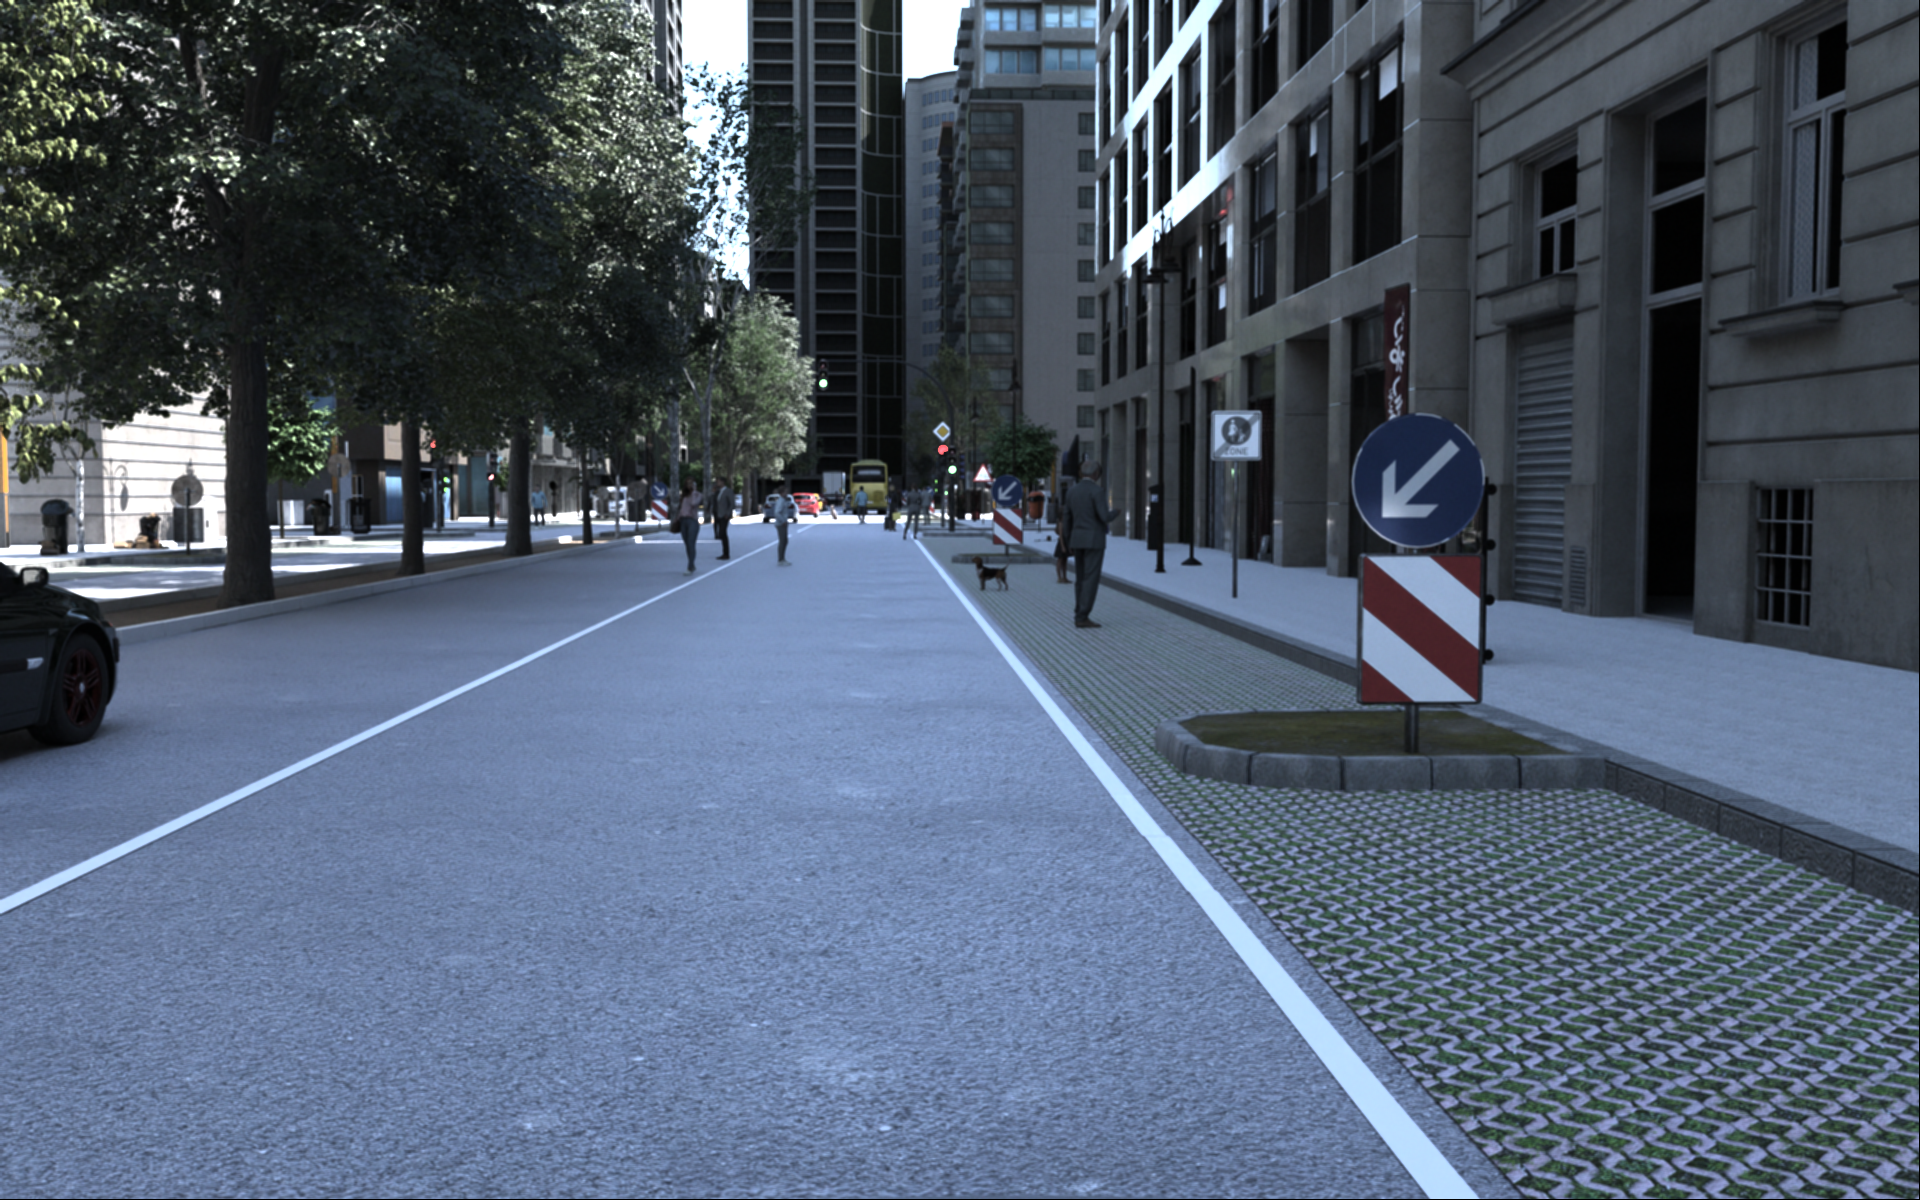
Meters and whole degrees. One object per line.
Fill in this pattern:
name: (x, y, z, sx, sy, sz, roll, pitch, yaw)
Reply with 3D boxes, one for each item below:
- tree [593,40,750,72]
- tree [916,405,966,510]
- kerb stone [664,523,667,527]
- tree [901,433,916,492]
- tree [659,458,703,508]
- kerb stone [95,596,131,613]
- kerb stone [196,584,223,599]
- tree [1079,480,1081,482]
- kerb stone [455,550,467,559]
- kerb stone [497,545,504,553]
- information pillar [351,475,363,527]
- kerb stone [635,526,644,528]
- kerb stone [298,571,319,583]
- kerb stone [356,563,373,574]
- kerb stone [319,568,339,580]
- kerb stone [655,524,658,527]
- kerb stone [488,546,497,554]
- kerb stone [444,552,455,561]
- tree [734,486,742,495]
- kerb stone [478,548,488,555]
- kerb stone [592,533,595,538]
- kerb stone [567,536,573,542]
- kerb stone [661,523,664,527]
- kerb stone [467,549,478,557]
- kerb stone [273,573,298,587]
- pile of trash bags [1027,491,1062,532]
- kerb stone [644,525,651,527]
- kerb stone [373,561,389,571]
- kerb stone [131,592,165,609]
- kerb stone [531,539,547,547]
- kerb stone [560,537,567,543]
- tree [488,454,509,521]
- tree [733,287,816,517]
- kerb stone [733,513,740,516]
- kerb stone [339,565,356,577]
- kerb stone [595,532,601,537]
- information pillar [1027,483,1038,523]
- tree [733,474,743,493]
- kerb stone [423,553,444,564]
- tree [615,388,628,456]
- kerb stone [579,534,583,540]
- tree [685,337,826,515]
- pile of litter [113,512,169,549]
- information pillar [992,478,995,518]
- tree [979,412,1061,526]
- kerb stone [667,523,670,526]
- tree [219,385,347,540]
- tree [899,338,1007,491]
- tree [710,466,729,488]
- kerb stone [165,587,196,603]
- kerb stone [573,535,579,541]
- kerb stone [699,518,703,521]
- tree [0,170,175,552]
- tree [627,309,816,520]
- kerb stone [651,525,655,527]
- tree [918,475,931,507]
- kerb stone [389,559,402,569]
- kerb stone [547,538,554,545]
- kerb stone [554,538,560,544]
tree: (-12.936, -13.018, 71.189, 12.611, 20.169, 13.585, 0, 3, 0)
tree: (-0.849, -11.459, 137.712, 4.360, 8.622, 3.978, 0, 3, 0)
kerb stone: (-12.869, -3.205, 74.681, 0.120, 0.150, 1.000, 0, 4, -3)
tree: (-4.278, -14.384, 185.545, 4.360, 8.622, 3.978, 0, 3, 0)
tree: (-23.963, -9.976, 146.828, 4.285, 4.588, 4.351, 0, 3, 0)
kerb stone: (-10.319, 0.079, 20.902, 0.120, 0.150, 1.000, 0, 4, -3)
kerb stone: (-10.458, -0.109, 23.974, 0.120, 0.150, 1.000, 0, 4, -3)
tree: (7.737, -7.647, 119.629, 1.663, 3.219, 1.824, 0, 3, 0)
kerb stone: (-11.134, -0.985, 38.308, 0.120, 0.150, 1.000, 0, 4, -3)
kerb stone: (-11.331, -1.236, 42.401, 0.120, 0.150, 1.000, 0, 4, -3)
information pillar: (-23.542, -3.863, 67.653, 0.304, 2.012, 0.304, 2, 4, 26)
kerb stone: (-12.525, -2.771, 67.499, 0.120, 0.150, 1.000, 0, 4, -3)
kerb stone: (-10.660, -0.359, 28.069, 0.120, 0.150, 1.000, 0, 4, -3)
kerb stone: (-10.815, -0.547, 31.145, 0.120, 0.150, 1.000, 0, 4, -3)
kerb stone: (-10.699, -0.422, 29.101, 0.120, 0.150, 1.000, 0, 4, -3)
kerb stone: (-12.713, -3.021, 71.596, 0.120, 0.150, 1.000, 0, 4, -3)
kerb stone: (-11.286, -1.171, 41.379, 0.120, 0.150, 1.000, 0, 4, -3)
kerb stone: (-11.100, -0.923, 37.283, 0.120, 0.150, 1.000, 0, 4, -3)
tree: (-27.406, -13.344, 212.774, 1.663, 3.219, 1.824, 0, 3, 0)
kerb stone: (-11.232, -1.102, 40.358, 0.120, 0.150, 1.000, 0, 4, -3)
kerb stone: (-11.968, -2.049, 55.742, 0.120, 0.150, 1.000, 0, 4, -3)
kerb stone: (-11.780, -1.801, 51.649, 0.120, 0.150, 1.000, 0, 4, -3)
kerb stone: (-12.819, -3.147, 73.642, 0.120, 0.150, 1.000, 0, 4, -3)
kerb stone: (-11.188, -1.048, 39.330, 0.120, 0.150, 1.000, 0, 4, -3)
kerb stone: (-10.613, -0.296, 27.042, 0.120, 0.150, 1.000, 0, 4, -3)
pile of trash bags: (3.859, -3.001, 58.818, 3.447, 1.369, 1.912, -2, 4, -24)
kerb stone: (-12.618, -2.897, 69.554, 0.120, 0.150, 1.000, 0, 4, -3)
kerb stone: (-10.856, -0.610, 32.169, 0.120, 0.150, 1.000, 0, 4, -3)
kerb stone: (-10.364, 0.018, 21.927, 0.120, 0.150, 1.000, 0, 4, -3)
kerb stone: (-11.576, -1.548, 47.540, 0.120, 0.150, 1.000, 0, 4, -3)
kerb stone: (-11.728, -1.736, 50.629, 0.120, 0.150, 1.000, 0, 4, -3)
tree: (-21.819, -5.442, 83.578, 1.663, 3.219, 1.824, 0, 3, 0)
tree: (-13.266, -12.085, 106.709, 9.857, 13.997, 8.962, 0, 3, 0)
kerb stone: (-14.716, -5.590, 113.589, 0.120, 0.150, 1.000, 0, 4, -3)
kerb stone: (-10.761, -0.485, 30.125, 0.120, 0.150, 1.000, 0, 4, -3)
kerb stone: (-12.071, -2.177, 57.783, 0.120, 0.150, 1.000, 0, 4, -3)
information pillar: (3.116, -4.352, 75.642, 0.304, 2.012, 0.304, 1, 4, 18)
tree: (-27.416, -13.792, 209.217, 4.285, 4.588, 4.351, 0, 3, 0)
kerb stone: (-11.039, -0.860, 36.262, 0.120, 0.150, 1.000, 0, 4, -3)
tree: (-23.525, -12.834, 135.586, 9.928, 11.665, 9.643, 0, 3, 0)
kerb stone: (-11.864, -1.927, 53.701, 0.120, 0.150, 1.000, 0, 4, -3)
tree: (-13.904, -12.069, 116.798, 9.611, 12.733, 9.660, 0, 3, 0)
pile of litter: (-19.242, -1.632, 40.645, 1.176, 0.858, 1.719, -2, 4, -34)
information pillar: (2.013, -6.283, 94.087, 0.504, 3.616, 0.183, -2, 4, -34)
tree: (2.397, -5.225, 69.145, 4.285, 4.588, 4.351, 0, 3, 0)
kerb stone: (-12.915, -3.273, 75.706, 0.120, 0.150, 1.000, 0, 4, -3)
tree: (-19.267, -4.013, 49.332, 4.285, 4.588, 4.351, 0, 3, 0)
tree: (-0.213, -10.396, 104.381, 7.601, 10.594, 8.767, 0, 4, -2)
tree: (-24.689, -10.983, 163.289, 4.285, 4.588, 4.351, 0, 3, 0)
kerb stone: (-10.416, -0.046, 22.953, 0.120, 0.150, 1.000, 0, 4, -3)
kerb stone: (-11.817, -1.864, 52.671, 0.120, 0.150, 1.000, 0, 4, -3)
kerb stone: (-13.690, -4.274, 92.072, 0.120, 0.150, 1.000, 0, 4, -3)
tree: (-19.507, -5.380, 38.333, 4.360, 8.622, 3.978, 0, 3, 0)
tree: (-12.676, -10.259, 95.954, 9.928, 11.665, 9.643, 0, 3, 0)
kerb stone: (-12.669, -2.959, 70.575, 0.120, 0.150, 1.000, 0, 4, -3)
tree: (-3.526, -11.153, 176.959, 1.663, 3.219, 1.824, 0, 3, 0)
kerb stone: (-10.908, -0.673, 33.192, 0.120, 0.150, 1.000, 0, 4, -3)
kerb stone: (-11.625, -1.613, 48.573, 0.120, 0.150, 1.000, 0, 4, -3)
kerb stone: (-11.672, -1.676, 49.601, 0.120, 0.150, 1.000, 0, 4, -3)
